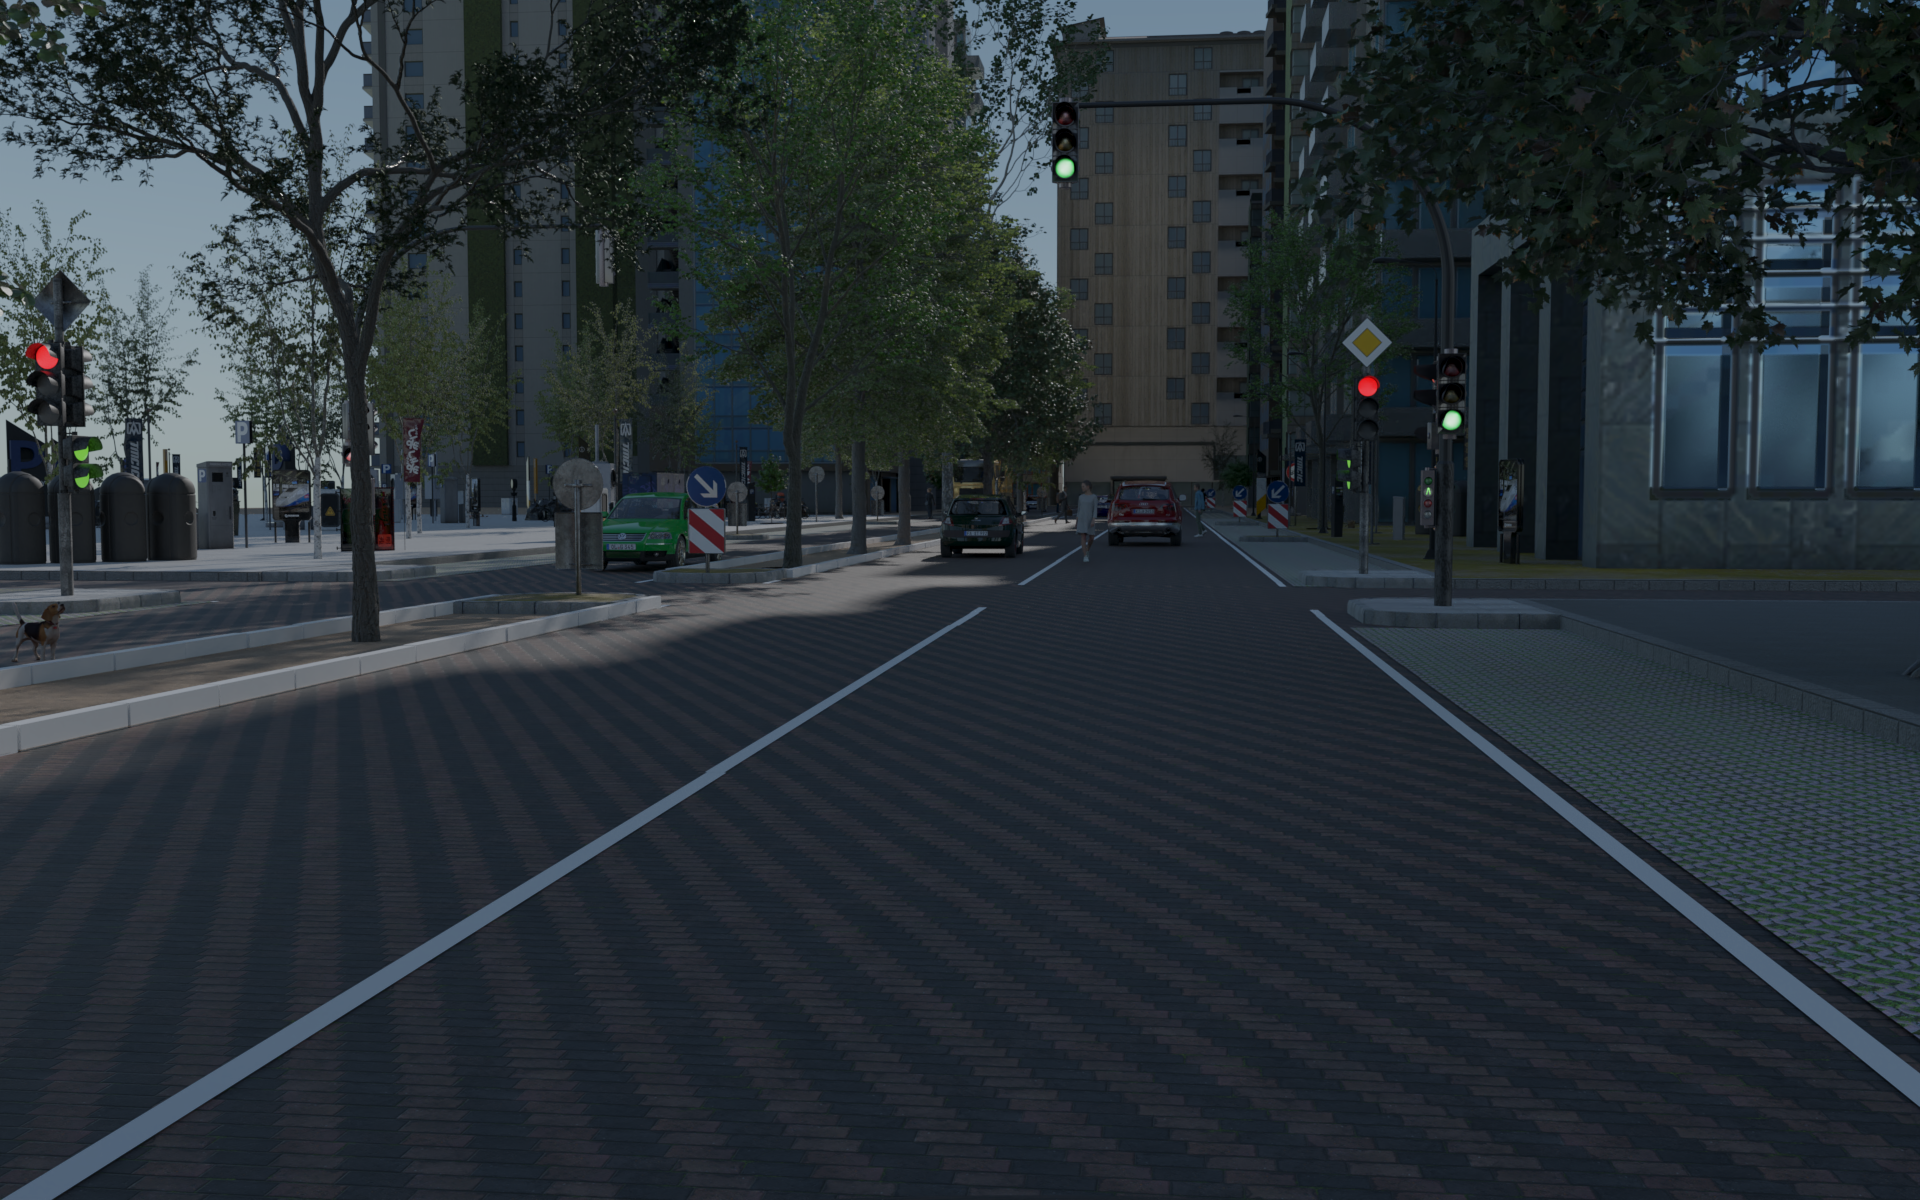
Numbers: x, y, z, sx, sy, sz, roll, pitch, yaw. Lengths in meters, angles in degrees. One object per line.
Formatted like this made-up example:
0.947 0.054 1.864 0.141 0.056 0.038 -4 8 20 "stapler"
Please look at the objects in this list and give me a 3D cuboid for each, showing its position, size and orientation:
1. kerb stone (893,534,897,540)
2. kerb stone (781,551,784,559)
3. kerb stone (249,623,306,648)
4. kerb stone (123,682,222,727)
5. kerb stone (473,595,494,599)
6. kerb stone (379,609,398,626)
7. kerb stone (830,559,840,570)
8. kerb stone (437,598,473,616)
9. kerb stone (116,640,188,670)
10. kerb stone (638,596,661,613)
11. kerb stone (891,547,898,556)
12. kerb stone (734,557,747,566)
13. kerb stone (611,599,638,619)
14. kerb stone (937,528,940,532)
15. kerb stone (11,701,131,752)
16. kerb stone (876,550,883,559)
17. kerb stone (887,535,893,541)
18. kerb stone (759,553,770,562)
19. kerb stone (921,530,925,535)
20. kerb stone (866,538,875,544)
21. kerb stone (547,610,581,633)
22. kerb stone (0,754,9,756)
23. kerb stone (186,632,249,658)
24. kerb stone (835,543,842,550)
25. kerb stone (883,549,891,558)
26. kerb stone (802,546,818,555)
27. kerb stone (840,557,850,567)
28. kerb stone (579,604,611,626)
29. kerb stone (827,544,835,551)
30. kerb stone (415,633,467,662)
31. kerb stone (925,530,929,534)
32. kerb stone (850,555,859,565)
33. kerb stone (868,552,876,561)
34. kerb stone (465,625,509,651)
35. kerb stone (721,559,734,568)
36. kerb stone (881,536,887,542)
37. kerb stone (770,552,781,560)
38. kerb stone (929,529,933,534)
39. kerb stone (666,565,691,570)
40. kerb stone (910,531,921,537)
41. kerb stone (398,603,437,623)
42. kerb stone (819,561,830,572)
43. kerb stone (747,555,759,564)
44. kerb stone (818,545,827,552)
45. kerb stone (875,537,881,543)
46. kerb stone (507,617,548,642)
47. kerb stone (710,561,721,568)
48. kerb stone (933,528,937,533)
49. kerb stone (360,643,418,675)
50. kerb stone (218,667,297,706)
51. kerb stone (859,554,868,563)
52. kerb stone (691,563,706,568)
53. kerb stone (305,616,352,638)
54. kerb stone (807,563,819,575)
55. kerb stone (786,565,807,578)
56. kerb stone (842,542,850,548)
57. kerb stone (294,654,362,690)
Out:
-2.149 -1.922 53.653 0.120 0.150 1.000 0 4 7 "kerb stone"
-3.958 -0.992 38.415 0.120 0.150 1.000 0 4 7 "kerb stone"
-6.570 0.354 16.523 0.120 0.150 1.000 0 4 7 "kerb stone"
-5.097 0.676 11.143 0.120 0.150 1.000 0 4 7 "kerb stone"
-5.970 0.036 21.611 0.120 0.150 1.000 0 4 7 "kerb stone"
-6.328 0.223 18.557 0.120 0.150 1.000 0 4 7 "kerb stone"
-2.493 -0.664 33.059 0.120 0.150 1.000 0 4 7 "kerb stone"
-6.083 0.098 20.595 0.120 0.150 1.000 0 4 7 "kerb stone"
-6.814 0.473 14.482 0.120 0.150 1.000 0 4 7 "kerb stone"
-3.881 0.054 21.310 0.120 0.150 1.000 0 4 7 "kerb stone"
-1.638 -1.101 40.197 0.120 0.150 1.000 0 4 7 "kerb stone"
-4.451 -0.740 34.349 0.120 0.150 1.000 0 4 7 "kerb stone"
-4.011 0.118 20.296 0.120 0.150 1.000 0 4 7 "kerb stone"
-0.935 -2.544 63.840 0.120 0.150 1.000 0 4 7 "kerb stone"
-5.221 0.738 10.129 0.120 0.150 1.000 0 4 7 "kerb stone"
-1.882 -0.971 38.162 0.120 0.150 1.000 0 4 7 "kerb stone"
-2.266 -1.862 52.637 0.120 0.150 1.000 0 4 7 "kerb stone"
-4.207 -0.864 36.384 0.120 0.150 1.000 0 4 7 "kerb stone"
-1.422 -2.295 59.760 0.120 0.150 1.000 0 4 7 "kerb stone"
-2.637 -1.676 49.592 0.120 0.150 1.000 0 4 7 "kerb stone"
-4.254 0.241 18.261 0.120 0.150 1.000 0 4 7 "kerb stone"
-5.342 0.800 9.108 0.120 0.150 1.000 0 4 7 "kerb stone"
-6.704 0.410 15.498 0.120 0.150 1.000 0 4 7 "kerb stone"
-3.239 -1.362 44.507 0.120 0.150 1.000 0 4 7 "kerb stone"
-1.750 -1.039 39.181 0.120 0.150 1.000 0 4 7 "kerb stone"
-3.608 -1.176 41.462 0.120 0.150 1.000 0 4 7 "kerb stone"
-2.366 -0.727 34.086 0.120 0.150 1.000 0 4 7 "kerb stone"
-4.131 0.179 19.275 0.120 0.150 1.000 0 4 7 "kerb stone"
-3.354 -1.302 43.491 0.120 0.150 1.000 0 4 7 "kerb stone"
-4.615 0.427 15.216 0.120 0.150 1.000 0 4 7 "kerb stone"
-1.300 -2.352 60.782 0.120 0.150 1.000 0 4 7 "kerb stone"
-2.241 -0.789 35.101 0.120 0.150 1.000 0 4 7 "kerb stone"
-1.999 -0.905 37.145 0.120 0.150 1.000 0 4 7 "kerb stone"
-4.498 0.365 16.232 0.120 0.150 1.000 0 4 7 "kerb stone"
-4.571 -0.679 33.324 0.120 0.150 1.000 0 4 7 "kerb stone"
-2.390 -1.796 51.623 0.120 0.150 1.000 0 4 7 "kerb stone"
-4.085 -0.926 37.399 0.120 0.150 1.000 0 4 7 "kerb stone"
-1.173 -2.422 61.796 0.120 0.150 1.000 0 4 7 "kerb stone"
-4.941 -0.493 30.249 0.120 0.150 1.000 0 4 7 "kerb stone"
-1.543 -2.233 58.731 0.120 0.150 1.000 0 4 7 "kerb stone"
-6.211 0.160 19.581 0.120 0.150 1.000 0 4 7 "kerb stone"
-2.600 -0.600 32.039 0.120 0.150 1.000 0 4 7 "kerb stone"
-4.325 -0.806 35.366 0.120 0.150 1.000 0 4 7 "kerb stone"
-3.481 -1.240 42.477 0.120 0.150 1.000 0 4 7 "kerb stone"
-2.510 -1.738 50.607 0.120 0.150 1.000 0 4 7 "kerb stone"
-4.369 0.303 17.245 0.120 0.150 1.000 0 4 7 "kerb stone"
-4.689 -0.618 32.292 0.120 0.150 1.000 0 4 7 "kerb stone"
-1.064 -2.484 62.812 0.120 0.150 1.000 0 4 7 "kerb stone"
-4.734 0.494 14.191 0.120 0.150 1.000 0 4 7 "kerb stone"
-4.979 0.614 12.158 0.120 0.150 1.000 0 4 7 "kerb stone"
-2.123 -0.851 36.116 0.120 0.150 1.000 0 4 7 "kerb stone"
-4.810 -0.553 31.269 0.120 0.150 1.000 0 4 7 "kerb stone"
-6.454 0.285 17.541 0.120 0.150 1.000 0 4 7 "kerb stone"
-2.734 -0.539 31.018 0.120 0.150 1.000 0 4 7 "kerb stone"
-2.848 -0.477 30.001 0.120 0.150 1.000 0 4 7 "kerb stone"
-3.115 -1.427 45.523 0.120 0.150 1.000 0 4 7 "kerb stone"
-4.857 0.552 13.176 0.120 0.150 1.000 0 4 7 "kerb stone"
